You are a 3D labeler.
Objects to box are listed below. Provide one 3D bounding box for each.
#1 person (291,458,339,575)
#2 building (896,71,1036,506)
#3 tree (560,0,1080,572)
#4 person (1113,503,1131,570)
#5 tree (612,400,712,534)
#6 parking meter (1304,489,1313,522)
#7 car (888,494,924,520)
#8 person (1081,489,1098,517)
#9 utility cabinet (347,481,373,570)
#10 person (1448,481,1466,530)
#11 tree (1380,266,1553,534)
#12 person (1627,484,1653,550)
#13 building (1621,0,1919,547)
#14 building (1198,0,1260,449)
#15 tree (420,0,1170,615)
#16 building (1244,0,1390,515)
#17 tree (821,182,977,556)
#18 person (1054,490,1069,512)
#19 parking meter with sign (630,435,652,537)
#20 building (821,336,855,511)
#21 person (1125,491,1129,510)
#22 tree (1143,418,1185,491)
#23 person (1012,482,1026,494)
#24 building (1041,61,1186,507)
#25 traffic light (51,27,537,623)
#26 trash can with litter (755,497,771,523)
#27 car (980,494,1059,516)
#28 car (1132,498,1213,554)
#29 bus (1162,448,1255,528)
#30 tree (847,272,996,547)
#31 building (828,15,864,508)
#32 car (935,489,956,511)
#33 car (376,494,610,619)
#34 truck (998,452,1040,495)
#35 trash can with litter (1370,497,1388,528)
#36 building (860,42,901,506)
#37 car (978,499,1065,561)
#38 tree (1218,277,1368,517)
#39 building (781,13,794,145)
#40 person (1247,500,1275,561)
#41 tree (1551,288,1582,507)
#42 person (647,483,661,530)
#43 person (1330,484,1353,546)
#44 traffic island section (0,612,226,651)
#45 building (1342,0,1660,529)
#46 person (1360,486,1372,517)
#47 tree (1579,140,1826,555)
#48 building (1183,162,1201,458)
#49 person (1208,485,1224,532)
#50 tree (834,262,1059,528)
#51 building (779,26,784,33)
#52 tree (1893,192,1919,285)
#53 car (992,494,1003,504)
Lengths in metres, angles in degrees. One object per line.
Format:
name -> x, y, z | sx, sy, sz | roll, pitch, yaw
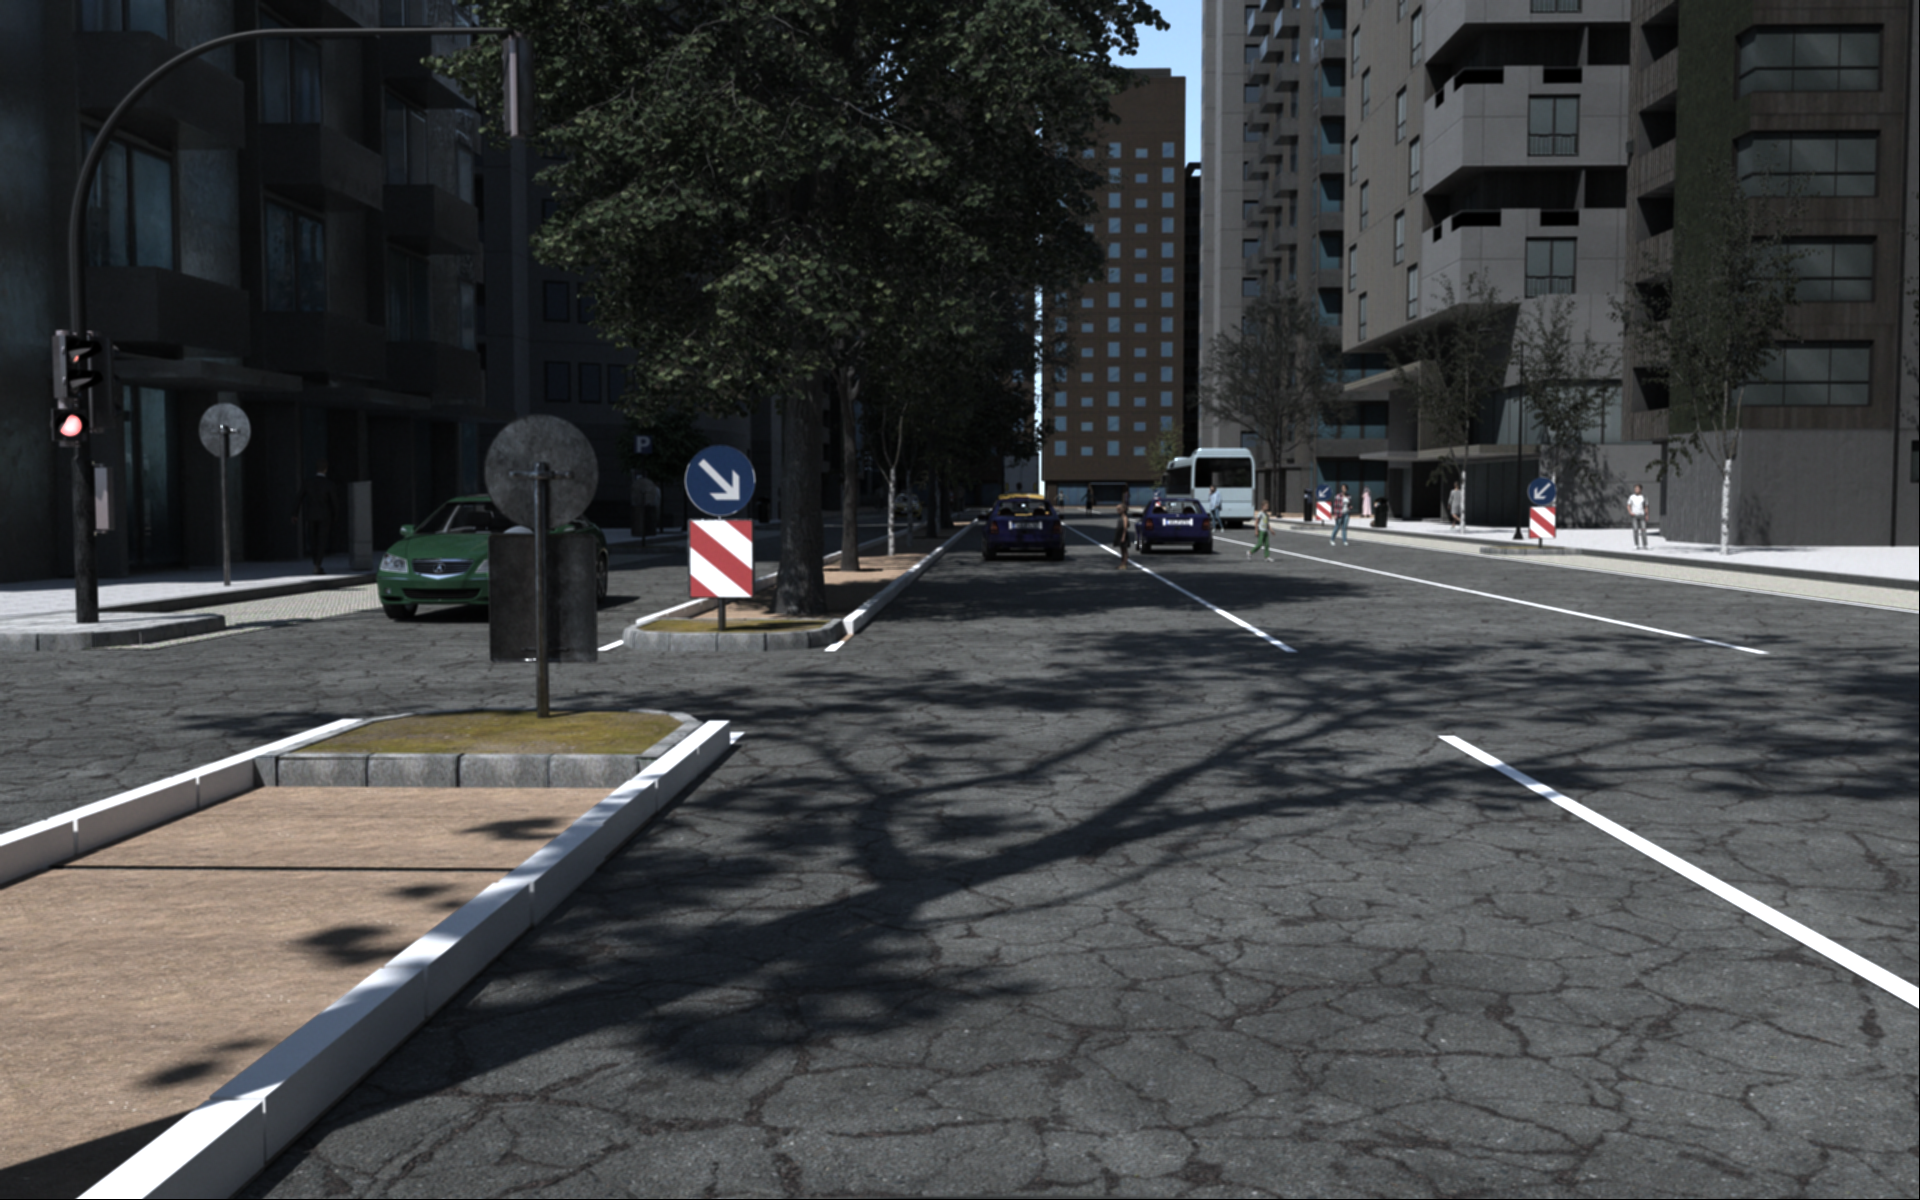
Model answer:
person -> -10.189, -1.329, 27.548 | 0.659, 1.850, 0.755 | 0, 4, -1
building -> 0.777, -32.660, 184.104 | 14.200, 45.320, 14.600 | 0, 4, 2
tree -> -2.005, -7.257, 31.476 | 12.009, 13.543, 11.850 | 0, 3, 0
person -> 3.058, -1.203, 32.832 | 0.373, 1.253, 0.362 | -1, 4, -13
tree -> -9.715, -4.438, 56.278 | 4.285, 4.588, 4.351 | 0, 3, 0
parking meter -> 16.202, -4.413, 80.569 | 0.372, 1.533, 0.369 | 0, 3, 0
car -> -2.972, -5.258, 96.194 | 2.015, 1.641, 3.980 | 0, 4, 0
person -> 8.198, -6.133, 109.557 | 1.217, 1.735, 0.721 | 2, 4, 31
utility cabinet -> -10.203, -1.269, 29.419 | 0.318, 1.500, 1.173 | -2, 4, -24
person -> 17.796, -3.374, 61.956 | 0.466, 1.731, 0.760 | -3, 5, -41
tree -> 16.012, -6.447, 55.765 | 4.360, 8.622, 3.978 | 0, 3, 0
person -> 15.730, -1.921, 40.043 | 0.503, 1.515, 0.523 | -1, 4, -13
building -> 26.330, -16.913, 48.227 | 14.160, 30.474, 14.107 | 0, 4, 2
building -> 31.315, -37.128, 149.045 | 21.231, 58.520, 28.212 | 0, 4, 2
tree -> -1.935, -6.809, 20.444 | 9.857, 13.997, 8.962 | 0, 3, 0
building -> 32.052, -30.591, 119.769 | 23.786, 49.044, 30.456 | 0, 4, 2
tree -> -1.584, -5.325, 39.886 | 4.360, 8.622, 3.978 | 0, 3, 0
person -> 8.137, -7.919, 138.771 | 1.217, 1.735, 0.721 | 0, 4, -7
parking meter with sign -> -9.624, -3.411, 52.038 | 0.543, 3.016, 1.738 | -1, 4, -18
building -> -16.383, -22.767, 143.941 | 14.160, 30.474, 14.107 | 0, 4, 2
person -> 14.535, -8.647, 150.800 | 0.530, 1.710, 0.541 | 0, 4, -7
tree -> 20.031, -13.335, 168.396 | 4.737, 8.622, 4.395 | 0, 3, 0
person -> 1.861, -2.841, 55.143 | 0.606, 1.804, 0.583 | 0, 4, -4
building -> 15.844, -32.581, 182.816 | 14.200, 45.320, 14.600 | 0, 4, 2
traffic light -> -6.583, -2.596, 17.107 | 4.771, 5.953, 1.251 | 0, 4, 2
trash can with litter -> -8.670, -3.970, 76.296 | 0.624, 1.170, 1.055 | 0, 4, -1
car -> 1.521, -2.041, 43.589 | 2.015, 1.641, 3.980 | 0, 4, 0
car -> 5.236, -1.840, 42.670 | 1.945, 1.354, 3.894 | 0, 4, 3
bus -> 10.810, -4.978, 76.256 | 2.948, 3.499, 13.247 | 0, 4, 2
tree -> -1.316, -5.722, 46.374 | 4.737, 8.622, 4.395 | 0, 3, 0
building -> -16.556, -31.168, 159.705 | 14.200, 45.320, 14.600 | 0, 4, 2
car -> -1.298, -8.306, 144.477 | 2.281, 1.827, 5.304 | 0, 4, 2
car -> -5.643, -0.588, 21.405 | 2.131, 1.459, 4.920 | 0, 4, 2
truck -> 4.175, -8.146, 122.102 | 2.839, 4.237, 11.283 | 0, 4, 1
trash can with litter -> 15.916, -3.343, 66.047 | 0.624, 1.170, 1.055 | -1, 4, -9
building -> -21.690, -53.530, 187.882 | 31.000, 86.520, 22.319 | 0, 4, 2
car -> 1.371, -1.580, 38.419 | 1.945, 1.354, 3.894 | 0, 4, 0
tree -> 18.021, -11.515, 98.638 | 12.009, 13.543, 11.850 | 0, 3, 0
building -> -17.236, -26.336, 114.181 | 14.154, 41.232, 14.086 | 0, 4, 2
person -> 6.414, -1.477, 36.896 | 0.590, 1.304, 0.306 | 2, 4, 27
tree -> 21.270, -6.791, 61.388 | 4.360, 8.622, 3.978 | 0, 3, 0
person -> -10.797, -3.377, 61.488 | 0.478, 1.798, 0.641 | 3, 5, 40
person -> 10.660, -2.384, 48.317 | 0.563, 1.720, 0.643 | -1, 4, -18
traffic island section -> -8.716, 0.307, 17.267 | 2.009, 0.180, 2.903 | 0, 4, 2
building -> 32.986, -29.779, 76.118 | 28.713, 52.752, 27.495 | 0, 4, 2
person -> 22.321, -5.410, 95.158 | 0.621, 1.740, 0.551 | 2, 4, 33
tree -> 16.135, -5.277, 36.643 | 4.360, 8.622, 3.978 | 0, 3, 0
building -> 35.601, -30.618, 192.493 | 23.993, 40.220, 32.217 | 0, 4, 2
person -> 9.719, -3.481, 65.674 | 0.793, 1.790, 0.793 | 1, 4, 21
tree -> -0.636, -9.329, 71.995 | 9.611, 12.733, 9.660 | 0, 3, 0
building -> -17.785, -20.070, 99.853 | 14.160, 30.474, 14.107 | 0, 4, 2
tree -> 23.186, -5.420, 38.984 | 4.360, 8.622, 3.978 | 0, 3, 0
car -> 2.727, -4.790, 90.118 | 2.131, 1.459, 4.920 | 0, 4, 1
